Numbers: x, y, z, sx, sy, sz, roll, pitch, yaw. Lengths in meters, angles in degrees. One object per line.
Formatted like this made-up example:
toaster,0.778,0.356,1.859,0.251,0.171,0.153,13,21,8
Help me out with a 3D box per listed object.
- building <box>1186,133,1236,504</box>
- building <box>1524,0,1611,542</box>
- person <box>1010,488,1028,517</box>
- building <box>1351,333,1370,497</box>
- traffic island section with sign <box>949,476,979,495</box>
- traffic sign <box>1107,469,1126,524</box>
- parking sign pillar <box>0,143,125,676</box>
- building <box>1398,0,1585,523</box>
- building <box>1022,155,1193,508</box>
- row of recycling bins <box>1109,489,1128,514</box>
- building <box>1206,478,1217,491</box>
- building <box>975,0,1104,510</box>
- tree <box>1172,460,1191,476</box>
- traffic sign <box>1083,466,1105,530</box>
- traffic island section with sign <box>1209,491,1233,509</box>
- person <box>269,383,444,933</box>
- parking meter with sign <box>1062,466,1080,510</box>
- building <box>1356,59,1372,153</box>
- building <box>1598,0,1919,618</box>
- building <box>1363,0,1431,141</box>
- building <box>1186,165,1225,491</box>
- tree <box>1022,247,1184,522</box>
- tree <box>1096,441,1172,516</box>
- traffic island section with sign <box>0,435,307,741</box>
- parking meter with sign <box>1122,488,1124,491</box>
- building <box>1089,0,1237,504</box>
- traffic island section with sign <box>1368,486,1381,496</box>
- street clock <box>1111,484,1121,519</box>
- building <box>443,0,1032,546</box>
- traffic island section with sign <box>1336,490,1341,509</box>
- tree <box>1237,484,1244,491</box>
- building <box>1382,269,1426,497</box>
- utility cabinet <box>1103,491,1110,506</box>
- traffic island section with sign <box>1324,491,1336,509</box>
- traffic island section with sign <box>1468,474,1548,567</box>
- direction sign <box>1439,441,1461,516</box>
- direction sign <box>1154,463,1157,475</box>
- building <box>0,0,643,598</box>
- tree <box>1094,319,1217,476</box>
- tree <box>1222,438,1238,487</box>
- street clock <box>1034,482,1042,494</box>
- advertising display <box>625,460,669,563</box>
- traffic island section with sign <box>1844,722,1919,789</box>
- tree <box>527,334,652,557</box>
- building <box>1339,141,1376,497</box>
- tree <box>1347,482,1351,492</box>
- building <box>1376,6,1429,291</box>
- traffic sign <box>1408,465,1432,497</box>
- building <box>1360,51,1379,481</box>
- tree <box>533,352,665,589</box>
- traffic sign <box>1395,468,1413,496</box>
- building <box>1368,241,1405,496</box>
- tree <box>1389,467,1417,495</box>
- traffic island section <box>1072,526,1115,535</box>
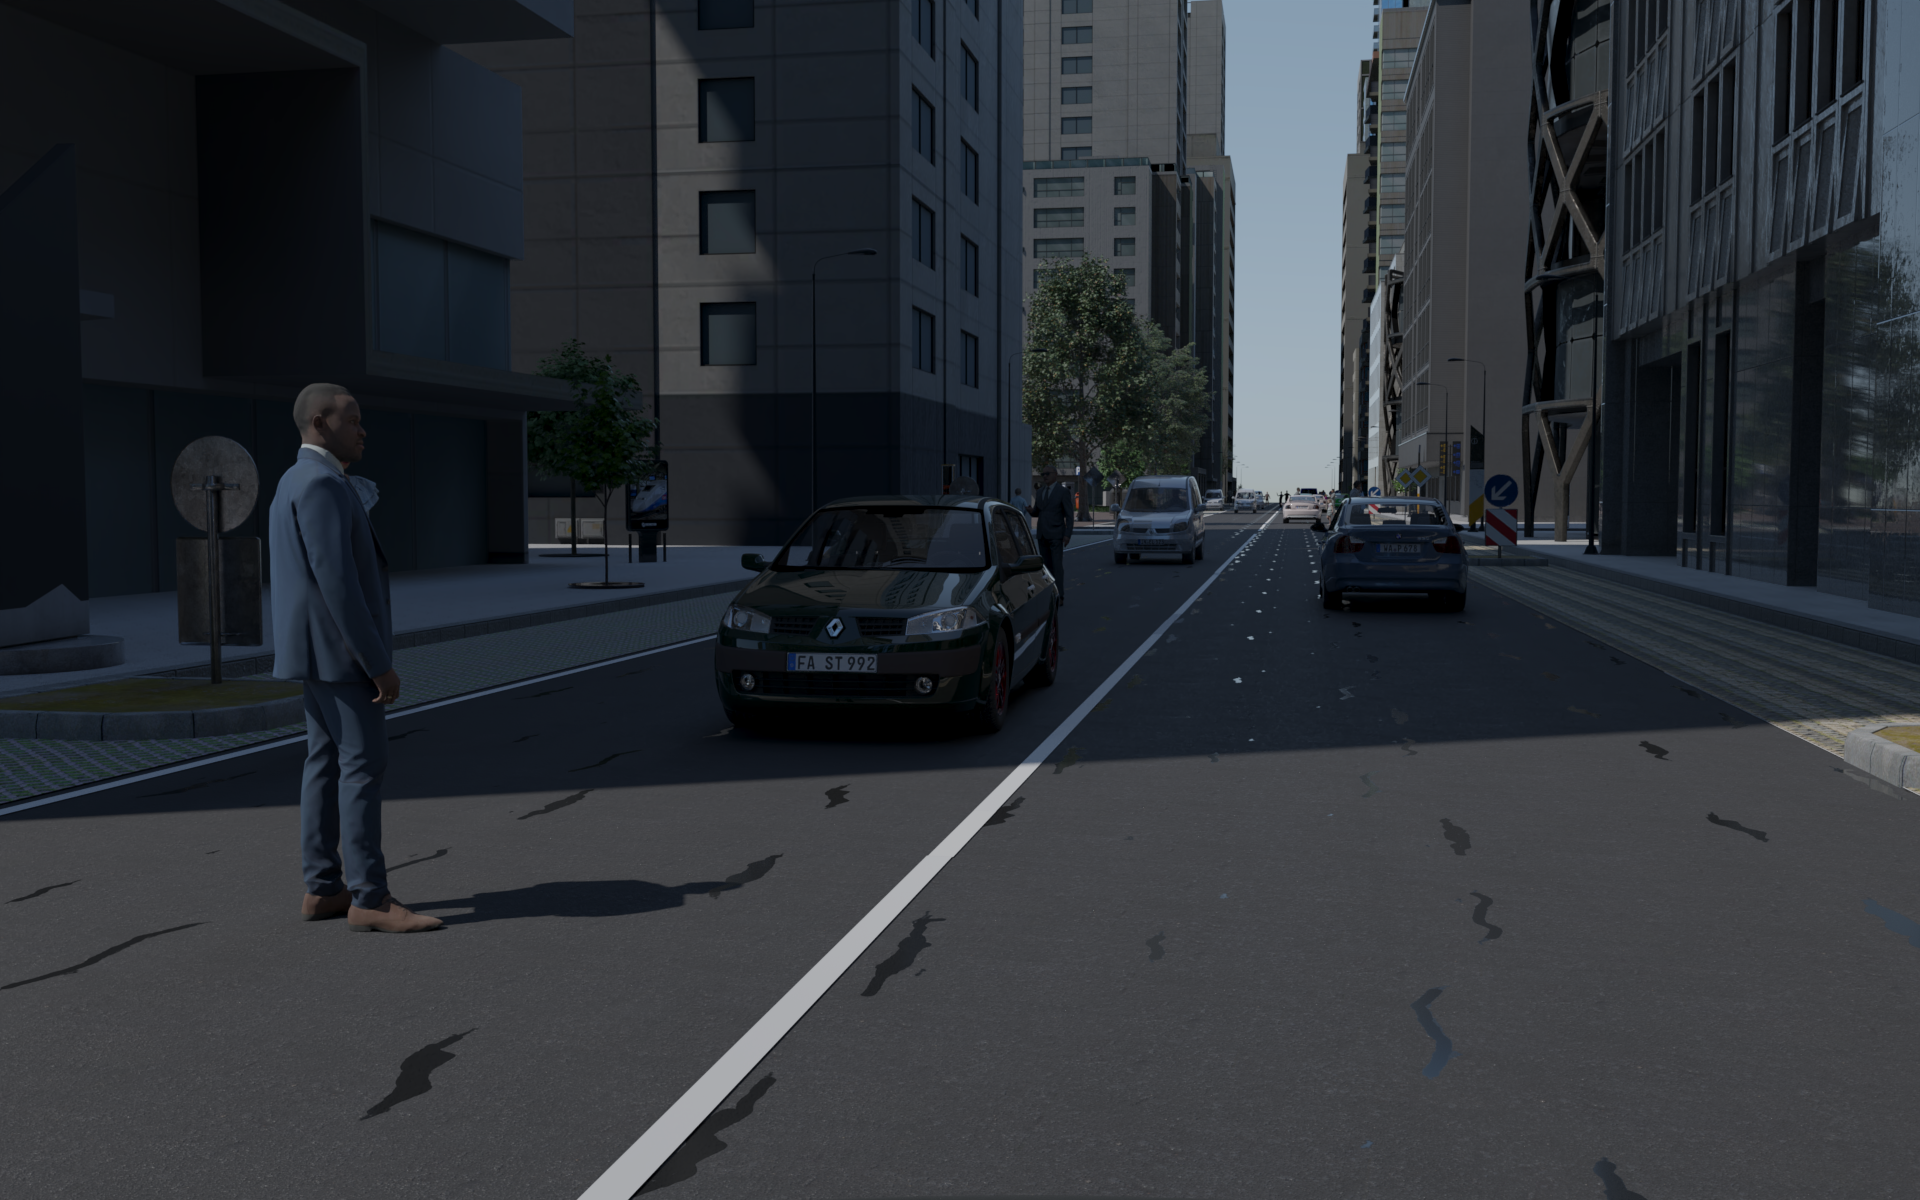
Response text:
building,26.477,-37.539,237.463,21.300,48.544,21.600,1,4,11
building,24.534,-11.068,48.421,16.820,18.784,16.811,1,4,11
person,1.612,-2.321,48.255,0.589,1.601,0.330,1,4,10
building,59.343,-21.549,197.362,27.650,21.520,28.899,1,4,11
traffic island section with sign,0.046,-1.762,37.433,1.989,1.847,2.006,1,4,11
traffic sign,6.270,-4.026,69.461,0.795,2.450,0.064,1,4,11
parking sign pillar,-7.019,-1.487,12.779,1.447,3.967,1.447,0,4,2
building,30.570,-18.046,88.563,14.314,27.812,24.014,1,4,11
building,12.872,-23.244,151.742,14.160,30.474,14.107,1,4,11
row of recycling bins,11.343,-6.430,112.238,3.534,1.692,1.069,2,4,26
building,12.311,-30.643,192.900,32.217,40.220,23.993,1,4,11
building,13.674,-44.646,168.208,20.563,71.187,20.611,1,4,11
tree,16.705,-9.429,137.884,4.285,4.588,4.351,0,3,0
traffic sign,4.754,-3.546,61.620,0.795,2.450,0.064,1,4,11
traffic island section with sign,24.925,-9.635,166.165,1.989,1.847,2.006,1,4,11
person,-2.082,0.177,5.791,0.419,1.800,0.721,-3,5,-40
parking meter with sign,6.771,-6.880,108.744,1.738,3.016,0.543,-2,4,-30
building,73.054,-51.684,283.278,20.563,71.187,20.611,1,4,11
building,17.592,-12.672,25.211,12.078,24.808,19.932,1,4,11
building,68.944,-57.780,257.369,22.319,86.520,31.000,1,4,11
building,24.622,-32.214,210.285,14.154,41.232,14.086,1,4,11
tree,5.671,-10.022,80.862,9.611,12.733,9.660,0,3,0
tree,9.710,-7.346,103.818,4.285,4.588,4.351,0,3,0
traffic island section with sign,-5.071,-0.143,10.966,1.989,1.847,2.006,1,4,11
parking meter with sign,13.093,-8.845,140.882,1.738,3.016,0.543,0,4,-6
building,31.026,-50.133,257.928,20.563,71.187,20.611,1,4,11
traffic island section with sign,21.376,-4.973,89.931,1.989,1.847,2.006,1,4,11
street clock,7.921,-5.098,87.915,0.358,2.002,0.471,-2,4,-35
building,-9.492,-37.521,51.715,20.611,71.187,20.563,1,4,11
traffic island section with sign,26.479,-6.592,116.401,1.989,1.847,2.006,1,4,11
tree,48.519,-18.712,300.537,1.663,3.219,1.824,0,3,0
building,36.502,-15.088,114.133,16.820,18.784,16.811,1,4,11
utility cabinet,11.958,-8.002,139.507,0.318,1.500,1.173,3,4,39
traffic island section with sign,41.128,-11.225,192.159,1.989,1.847,2.006,1,4,11
traffic island section with sign,10.765,-1.620,35.119,1.989,1.847,2.006,1,4,11
direction sign,20.991,-5.030,74.242,0.876,3.537,0.379,0,4,7
direction sign,13.067,-7.580,115.928,0.379,3.537,0.876,1,4,16
building,-21.418,-26.280,18.912,28.713,52.752,27.495,1,4,11
tree,13.970,-13.353,124.982,9.857,13.997,8.962,0,3,0
tree,32.963,-16.458,219.455,4.360,8.622,3.978,0,3,0
street clock,4.872,-6.342,108.255,0.471,2.002,0.358,3,4,39
advertising display,-5.856,-1.665,32.434,0.123,1.923,0.974,3,4,38
traffic island section with sign,5.647,-0.001,8.652,1.989,1.847,2.006,1,4,11
tree,-7.889,-3.176,35.647,4.285,4.588,4.351,0,3,0
building,62.280,-37.226,232.341,21.300,48.544,21.600,1,4,11
tree,50.939,-14.008,223.631,1.663,3.219,1.824,0,3,0
building,42.867,-28.449,148.741,14.154,41.232,14.086,1,4,11
traffic sign,15.791,-3.415,59.474,0.795,2.450,0.064,1,4,11
building,50.778,-31.457,168.941,22.147,44.769,28.867,1,4,11
tree,-4.788,-1.775,23.619,1.663,3.219,1.824,0,3,0
traffic sign,17.306,-3.894,67.314,0.795,2.450,0.064,1,4,11
building,36.711,-16.906,131.160,10.420,20.320,16.860,1,4,11
tree,27.052,-6.791,105.638,1.663,3.219,1.824,0,3,0
traffic island section,4.729,-2.410,61.686,2.009,0.180,2.903,1,4,11
